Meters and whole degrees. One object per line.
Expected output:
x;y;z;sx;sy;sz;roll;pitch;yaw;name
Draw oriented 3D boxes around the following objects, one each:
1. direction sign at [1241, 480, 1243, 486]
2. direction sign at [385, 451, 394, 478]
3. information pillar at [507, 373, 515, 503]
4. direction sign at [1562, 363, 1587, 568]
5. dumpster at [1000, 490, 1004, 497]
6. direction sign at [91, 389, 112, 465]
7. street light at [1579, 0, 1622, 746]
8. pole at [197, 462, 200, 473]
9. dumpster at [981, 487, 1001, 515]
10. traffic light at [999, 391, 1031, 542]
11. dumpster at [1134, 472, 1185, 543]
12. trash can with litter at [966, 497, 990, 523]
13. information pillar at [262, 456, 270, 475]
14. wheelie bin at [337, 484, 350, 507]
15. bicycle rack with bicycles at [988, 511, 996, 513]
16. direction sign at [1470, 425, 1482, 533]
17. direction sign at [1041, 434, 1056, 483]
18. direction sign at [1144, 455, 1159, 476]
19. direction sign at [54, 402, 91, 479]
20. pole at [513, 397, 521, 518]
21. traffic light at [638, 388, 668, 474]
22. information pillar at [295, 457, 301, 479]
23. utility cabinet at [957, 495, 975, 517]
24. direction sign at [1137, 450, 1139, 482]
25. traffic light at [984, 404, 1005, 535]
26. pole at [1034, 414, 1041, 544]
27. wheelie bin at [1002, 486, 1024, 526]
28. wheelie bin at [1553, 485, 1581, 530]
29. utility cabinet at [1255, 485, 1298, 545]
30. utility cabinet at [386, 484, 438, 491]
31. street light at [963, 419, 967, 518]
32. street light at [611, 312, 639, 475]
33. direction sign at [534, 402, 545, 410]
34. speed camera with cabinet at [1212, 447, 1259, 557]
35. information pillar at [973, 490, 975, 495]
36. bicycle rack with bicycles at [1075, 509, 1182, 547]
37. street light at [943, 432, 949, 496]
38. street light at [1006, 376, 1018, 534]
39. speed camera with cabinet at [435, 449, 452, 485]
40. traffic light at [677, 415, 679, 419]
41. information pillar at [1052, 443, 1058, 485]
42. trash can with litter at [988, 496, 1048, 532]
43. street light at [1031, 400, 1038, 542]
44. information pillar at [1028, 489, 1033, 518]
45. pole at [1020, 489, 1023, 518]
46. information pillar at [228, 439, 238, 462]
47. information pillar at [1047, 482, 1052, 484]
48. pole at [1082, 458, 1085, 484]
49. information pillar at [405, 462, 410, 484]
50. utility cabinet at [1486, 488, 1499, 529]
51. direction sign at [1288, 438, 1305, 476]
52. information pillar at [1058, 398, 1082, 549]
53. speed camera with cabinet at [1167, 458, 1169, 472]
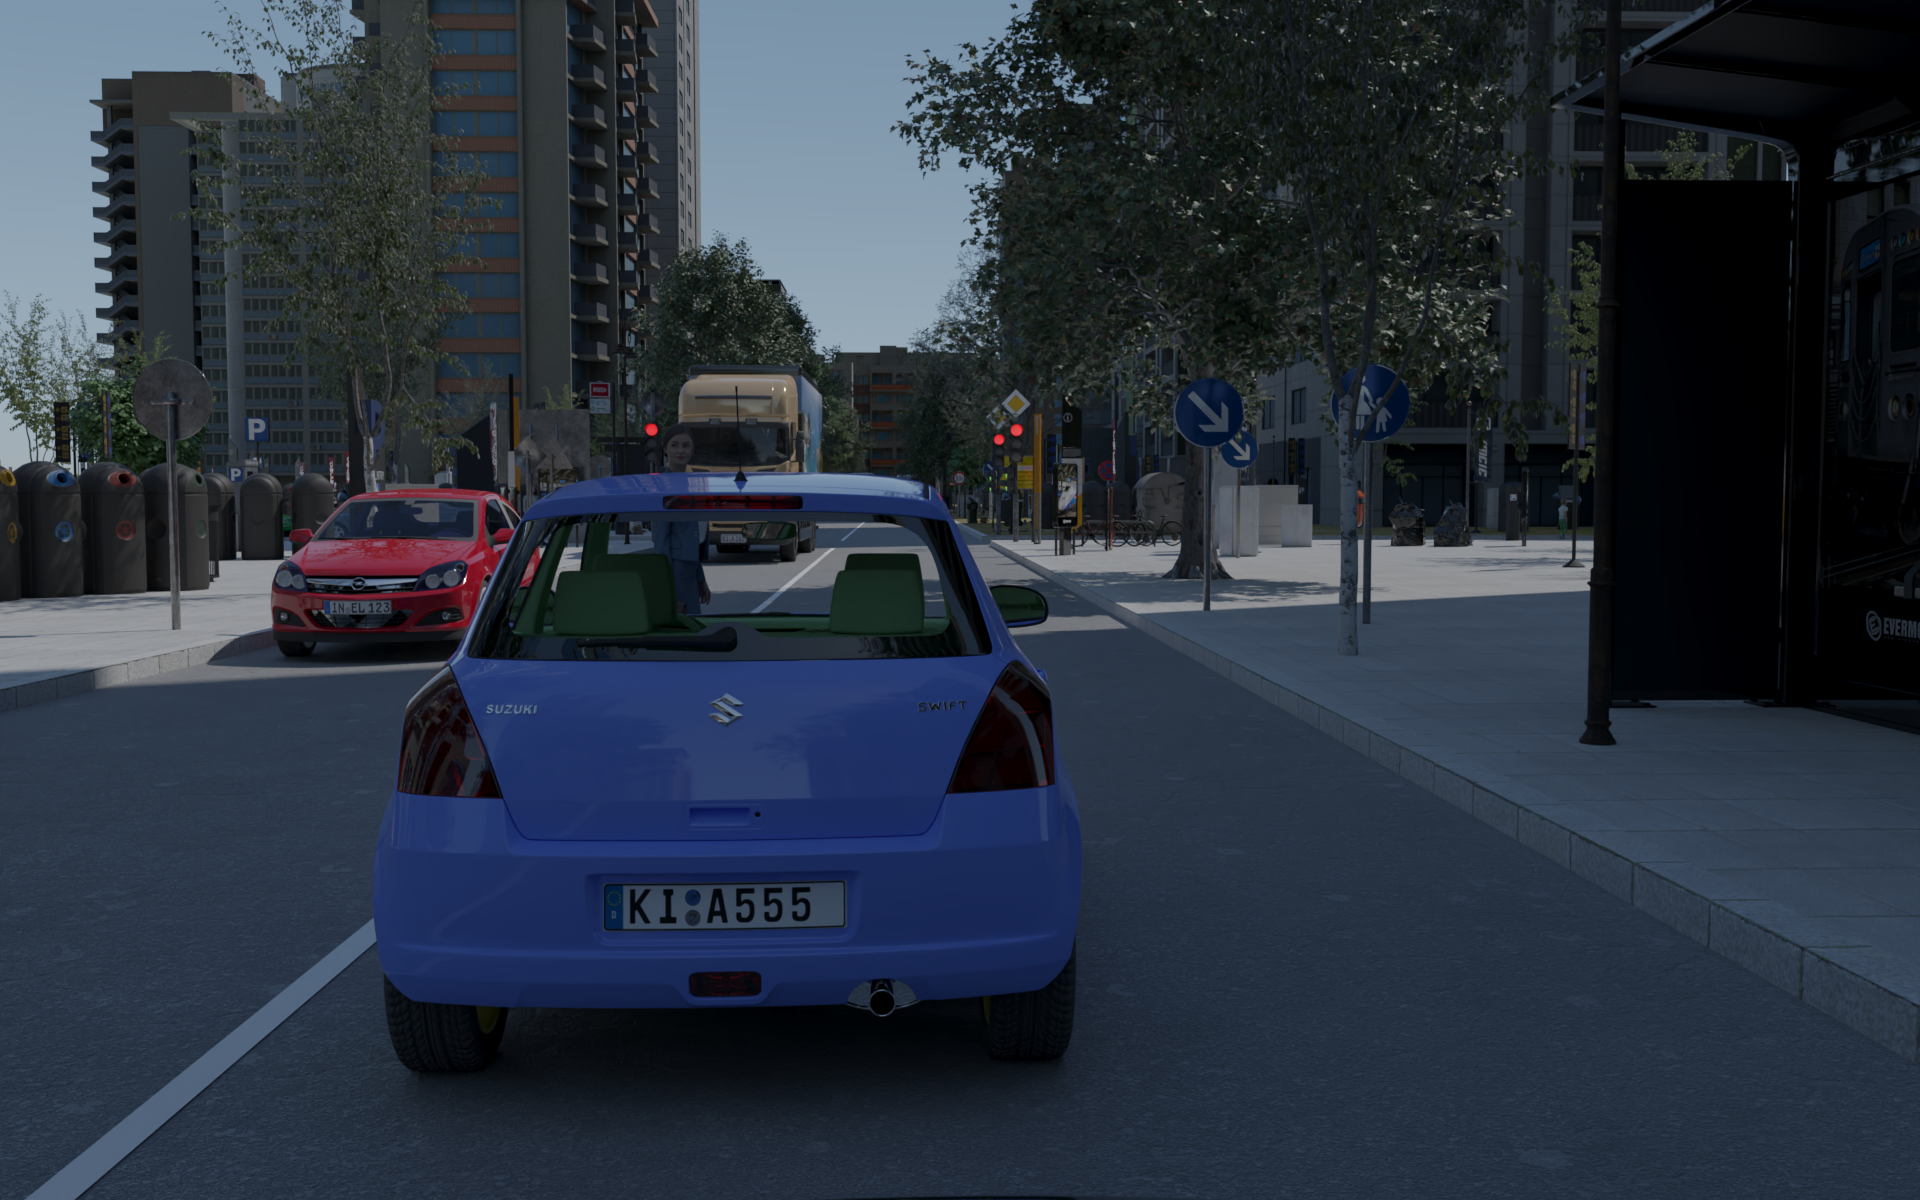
6.435;-2.907;39.525;0.379;3.537;0.876;1;4;14;direction sign
-29.873;-6.025;90.498;0.876;3.537;0.379;-1;4;-14;direction sign
-8.764;-2.598;33.831;0.183;3.616;0.504;-1;4;-19;information pillar
10.748;-2.338;30.229;0.379;3.537;0.876;3;4;37;direction sign
3.599;-7.261;121.207;1.502;2.255;1.985;0;4;-2;dumpster
-18.604;-2.803;37.823;0.379;3.537;0.876;-1;4;-16;direction sign
3.283;-2.199;8.739;0.468;5.910;1.993;0;4;-2;street light
-47.584;-7.002;108.333;0.158;3.312;0.155;0;3;0;pole
1.972;-6.327;109.206;1.264;1.857;1.865;0;4;-2;dumpster
1.477;-3.515;46.397;0.839;4.253;0.868;0;4;-2;traffic light
5.402;-2.489;46.450;1.264;1.857;1.865;0;4;-2;dumpster
0.783;-3.959;76.114;1.055;1.170;0.624;1;4;14;trash can with litter
-42.873;-7.076;107.054;0.504;3.616;0.183;1;4;8;information pillar
-18.945;-2.815;53.932;0.693;1.594;0.980;2;4;29;wheelie bin
3.216;-6.260;115.734;2.852;0.926;2.925;1;4;22;bicycle rack with bicycles
16.968;-3.965;56.831;0.876;3.537;0.379;-3;5;-45;direction sign
3.202;-4.497;65.518;0.876;3.537;0.379;1;4;15;direction sign
11.041;-6.589;99.733;0.876;3.537;0.379;2;4;24;direction sign
-21.816;-3.101;42.705;0.876;3.537;0.379;-1;4;-9;direction sign
-9.355;-2.608;36.486;0.158;3.312;0.155;0;3;0;pole
-8.127;-3.493;46.038;0.839;4.253;0.868;0;4;-2;traffic light
-41.501;-7.175;108.669;0.504;3.616;0.183;2;4;35;information pillar
0.355;-5.375;99.048;1.020;1.237;0.306;0;4;4;utility cabinet
9.192;-5.993;89.990;0.379;3.537;0.876;0;4;0;direction sign
1.192;-4.003;54.377;0.839;4.253;0.868;0;4;-2;traffic light
1.977;-3.080;44.194;0.158;3.312;0.155;0;3;0;pole
2.066;-3.726;68.836;0.693;1.594;0.980;3;5;40;wheelie bin
21.943;-3.351;62.692;0.980;1.594;0.693;0;4;5;wheelie bin
7.808;-2.110;43.183;1.173;1.500;0.318;-1;4;-11;utility cabinet
-12.375;-1.857;39.047;1.173;1.500;0.318;-3;4;-38;utility cabinet
0.265;-7.323;92.516;0.468;5.910;1.993;0;4;-2;street light
-8.511;-4.363;44.123;0.468;5.910;1.993;0;4;-2;street light
-10.425;-3.122;43.037;0.379;3.537;0.876;-2;4;-29;direction sign
5.707;-2.568;36.323;0.660;3.252;2.038;0;4;-8;speed camera with cabinet
1.003;-8.374;128.276;0.183;3.616;0.504;2;4;28;information pillar
4.083;-1.806;42.910;2.925;0.926;2.852;0;4;6;bicycle rack with bicycles
-1.008;-9.542;128.799;0.468;5.910;1.993;0;4;-2;street light
1.647;-5.038;55.159;0.468;5.910;1.993;0;4;-2;street light
-21.271;-4.765;72.240;0.660;3.252;2.038;0;4;5;speed camera with cabinet
-8.413;-3.982;54.018;0.839;4.253;0.868;0;4;-2;traffic light
4.440;-5.440;80.296;0.183;3.616;0.504;-2;4;-27;information pillar
1.971;-2.949;59.270;2.233;1.210;1.678;-1;4;-8;trash can with litter
1.981;-4.481;46.050;0.468;5.910;1.993;0;4;-2;street light
3.847;-5.379;92.443;0.304;2.012;0.304;-3;5;-41;information pillar
3.358;-6.103;93.620;0.158;3.312;0.155;0;3;0;pole
-30.877;-5.033;73.649;0.504;3.616;0.183;2;4;25;information pillar
5.538;-6.246;106.618;0.304;2.012;0.304;1;4;20;information pillar
6.844;-6.288;96.659;0.158;3.312;0.155;0;3;0;pole
-40.877;-8.364;128.104;0.504;3.616;0.183;3;5;40;information pillar
19.730;-3.370;63.784;0.318;1.500;1.173;3;4;36;utility cabinet
13.560;-4.764;69.882;0.876;3.537;0.379;-2;4;-33;direction sign
2.597;-3.002;40.435;0.504;3.616;0.183;0;4;7;information pillar
11.340;-6.174;95.286;0.660;3.252;2.038;2;4;31;speed camera with cabinet
